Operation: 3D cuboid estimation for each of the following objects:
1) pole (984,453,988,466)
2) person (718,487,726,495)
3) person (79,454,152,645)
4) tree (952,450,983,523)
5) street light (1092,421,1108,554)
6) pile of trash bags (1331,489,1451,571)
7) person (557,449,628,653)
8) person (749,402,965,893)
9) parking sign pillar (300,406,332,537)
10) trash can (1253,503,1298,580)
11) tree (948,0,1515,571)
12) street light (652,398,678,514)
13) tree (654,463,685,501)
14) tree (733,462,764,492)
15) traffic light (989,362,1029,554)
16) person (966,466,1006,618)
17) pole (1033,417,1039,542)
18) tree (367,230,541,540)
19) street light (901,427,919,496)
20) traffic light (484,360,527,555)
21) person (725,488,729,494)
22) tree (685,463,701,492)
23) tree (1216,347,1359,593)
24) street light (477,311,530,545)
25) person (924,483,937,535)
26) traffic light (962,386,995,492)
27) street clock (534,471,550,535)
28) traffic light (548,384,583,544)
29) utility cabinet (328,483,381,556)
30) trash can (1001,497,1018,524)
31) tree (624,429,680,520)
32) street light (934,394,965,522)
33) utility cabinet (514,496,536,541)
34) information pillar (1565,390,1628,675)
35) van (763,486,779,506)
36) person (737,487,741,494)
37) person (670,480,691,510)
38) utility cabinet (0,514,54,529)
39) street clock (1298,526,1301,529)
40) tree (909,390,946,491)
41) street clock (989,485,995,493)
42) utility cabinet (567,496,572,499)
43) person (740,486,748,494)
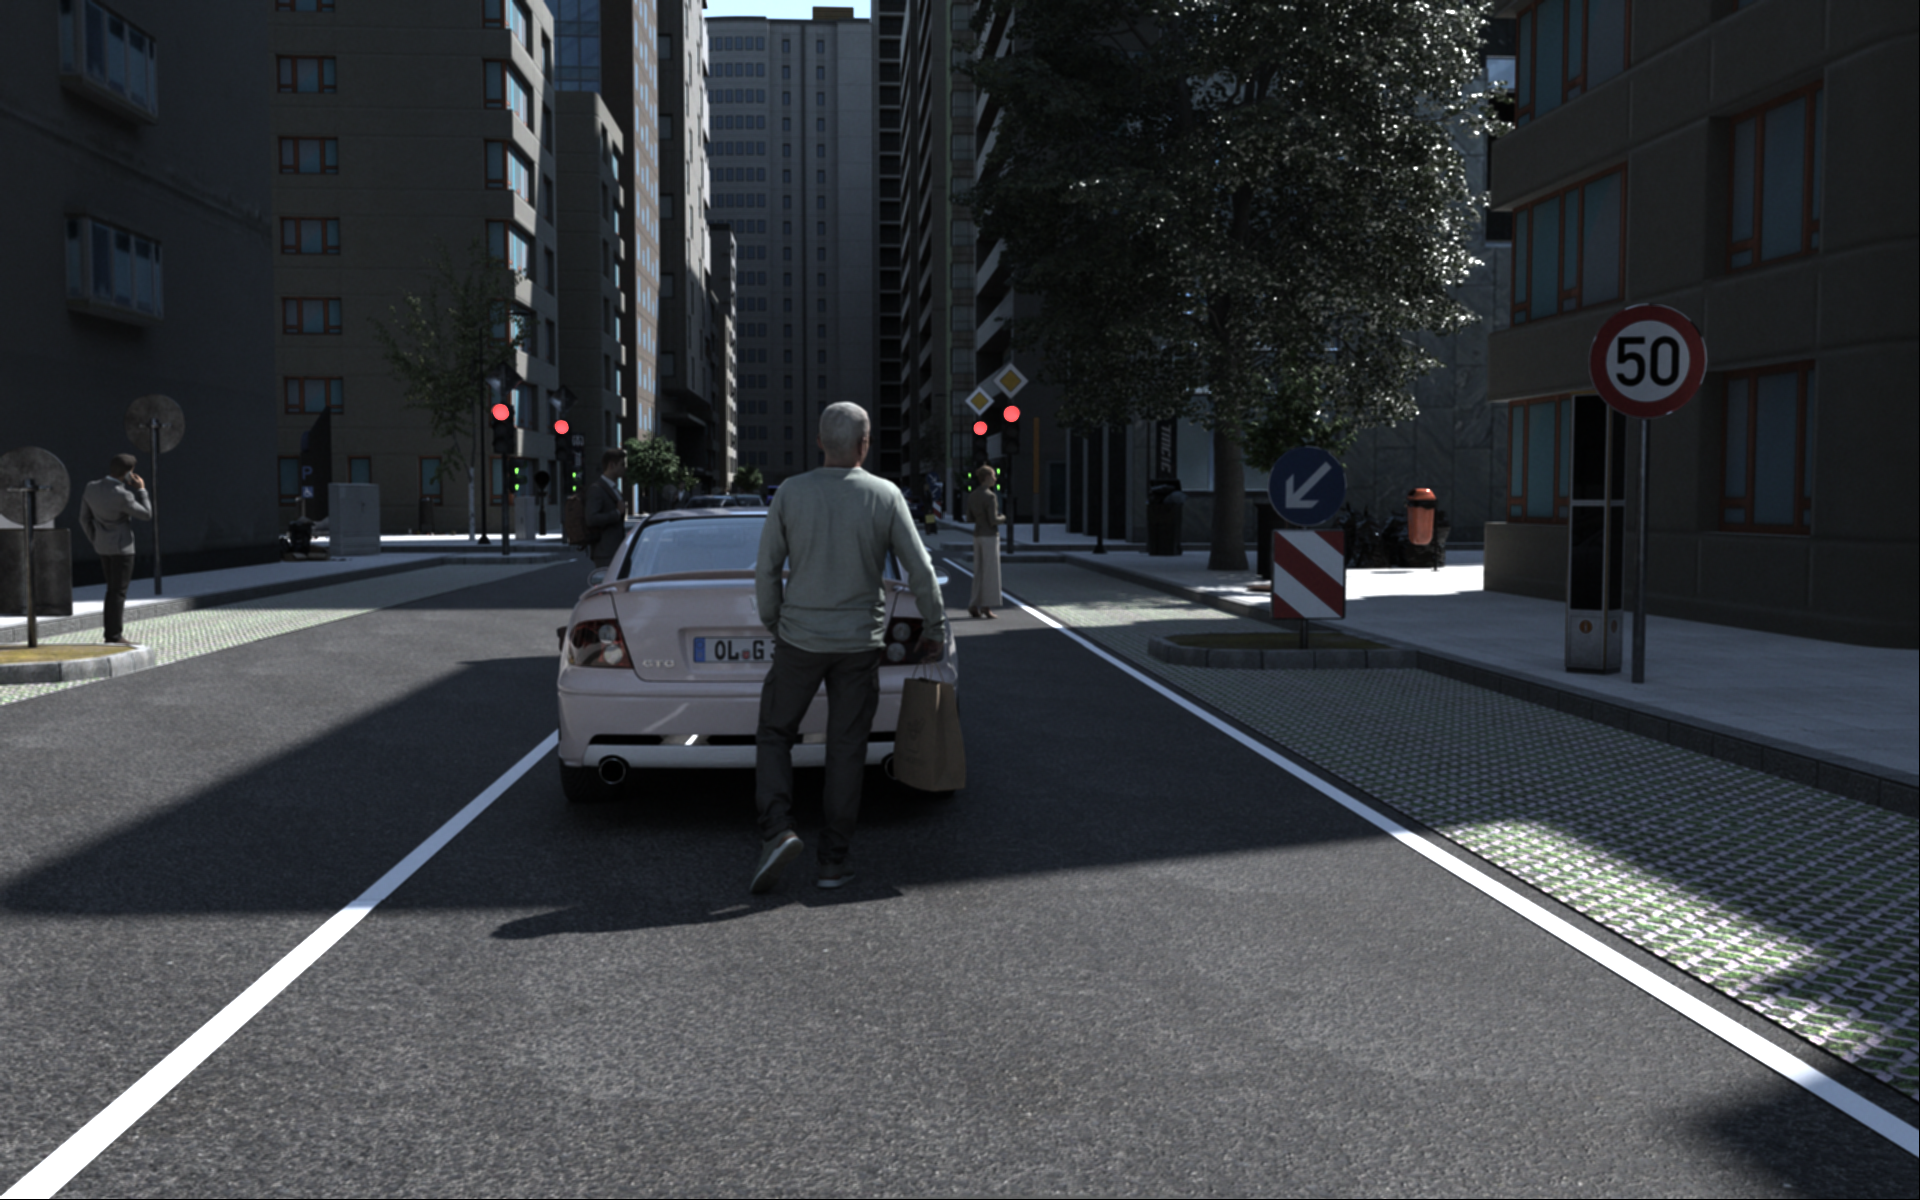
[{"bbox_3d":[1.292,-5.621,85.742,0.158,3.312,0.155,0,3,0],"label":"pole"},{"bbox_3d":[-12.704,-5.278,95.017,1.509,1.804,0.699,2,4,29],"label":"person"},{"bbox_3d":[-7.850,-0.456,16.132,0.592,1.802,0.473,3,4,36],"label":"person"},{"bbox_3d":[0.348,-5.030,76.834,1.663,3.219,1.824,0,3,0],"label":"tree"},{"bbox_3d":[2.477,-3.951,37.143,1.470,5.913,1.316,0,4,-4],"label":"street light"},{"bbox_3d":[7.599,-1.247,30.147,1.912,1.369,3.447,0,4,-3],"label":"pile of trash bags"},{"bbox_3d":[-3.149,-0.422,15.369,0.822,1.834,0.622,0,4,-6],"label":"person"},{"bbox_3d":[-0.374,0.163,6.326,0.782,1.767,0.515,0,4,-4],"label":"person"},{"bbox_3d":[-19.536,-3.920,52.562,1.447,3.967,1.447,0,4,3],"label":"parking sign pillar"},{"bbox_3d":[4.779,-0.880,26.049,0.748,1.137,0.748,0,3,0],"label":"trash can"},{"bbox_3d":[4.443,-7.477,28.897,9.857,13.997,8.962,0,3,0],"label":"tree"},{"bbox_3d":[-14.305,-6.799,83.709,1.470,5.913,1.316,0,4,-4],"label":"street light"},{"bbox_3d":[-16.516,-6.261,96.964,1.663,3.219,1.824,0,3,0],"label":"tree"},{"bbox_3d":[-21.788,-11.880,177.949,4.285,4.588,4.351,0,3,0],"label":"tree"},{"bbox_3d":[1.056,-2.944,37.055,0.839,4.253,0.868,0,4,-4],"label":"traffic light"},{"bbox_3d":[0.327,-0.669,19.983,0.362,1.759,0.519,-3,4,-36],"label":"person"},{"bbox_3d":[2.027,-3.190,45.993,0.158,3.312,0.155,0,3,0],"label":"pole"},{"bbox_3d":[-13.757,-5.956,47.738,4.737,8.622,4.395,0,3,0],"label":"tree"},{"bbox_3d":[-3.400,-8.999,119.669,1.470,5.913,1.316,0,4,-4],"label":"street light"},{"bbox_3d":[-9.527,-2.897,36.284,0.839,4.253,0.868,0,4,-4],"label":"traffic light"},{"bbox_3d":[-14.364,-6.020,107.146,0.641,1.798,0.478,0,4,-6],"label":"person"},{"bbox_3d":[-17.071,-6.876,107.024,1.663,3.219,1.824,0,3,0],"label":"tree"},{"bbox_3d":[4.439,-1.723,22.767,1.663,3.219,1.824,0,3,0],"label":"tree"},{"bbox_3d":[-11.598,-4.373,44.033,1.470,5.913,1.316,0,4,-4],"label":"street light"},{"bbox_3d":[-1.041,-3.181,60.719,0.699,1.804,1.509,1,4,14],"label":"person"},{"bbox_3d":[0.486,-3.431,45.020,0.839,4.253,0.868,0,4,-4],"label":"traffic light"},{"bbox_3d":[-12.973,-3.010,53.784,0.471,2.002,0.358,-1,4,-19],"label":"street clock"},{"bbox_3d":[-10.097,-3.384,44.249,0.839,4.253,0.868,0,4,-4],"label":"traffic light"},{"bbox_3d":[-12.599,-1.675,36.073,0.318,1.500,1.173,2,4,23],"label":"utility cabinet"},{"bbox_3d":[2.099,-3.782,73.490,0.748,1.137,0.748,0,3,0],"label":"trash can"},{"bbox_3d":[-15.562,-6.318,87.021,4.285,4.588,4.351,0,3,0],"label":"tree"},{"bbox_3d":[-0.496,-6.586,80.217,1.470,5.913,1.316,0,4,-4],"label":"street light"},{"bbox_3d":[-12.082,-2.258,48.087,0.306,1.237,1.020,-2,4,-31],"label":"utility cabinet"},{"bbox_3d":[4.561,-0.484,12.411,0.304,2.012,0.304,3,5,44],"label":"information pillar"},{"bbox_3d":[-13.167,-7.447,126.144,2.240,2.365,5.245,0,4,-6],"label":"van"},{"bbox_3d":[-11.612,-5.099,92.044,0.590,1.801,0.661,0,4,6],"label":"person"},{"bbox_3d":[-8.198,-2.595,50.891,0.622,1.834,0.822,-1,4,-14],"label":"person"},{"bbox_3d":[-10.793,-0.512,19.534,0.306,1.237,1.020,3,5,39],"label":"utility cabinet"},{"bbox_3d":[7.247,-1.960,36.611,0.471,2.002,0.358,0,4,3],"label":"street clock"},{"bbox_3d":[-1.863,-10.592,123.545,4.360,8.622,3.978,0,3,0],"label":"tree"},{"bbox_3d":[1.225,-4.087,71.390,0.471,2.002,0.358,1,4,11],"label":"street clock"},{"bbox_3d":[-12.929,-2.848,57.728,0.306,1.237,1.020,0,4,6],"label":"utility cabinet"},{"bbox_3d":[-9.606,-4.167,76.972,0.623,1.781,0.721,0,3,0],"label":"person"}]
